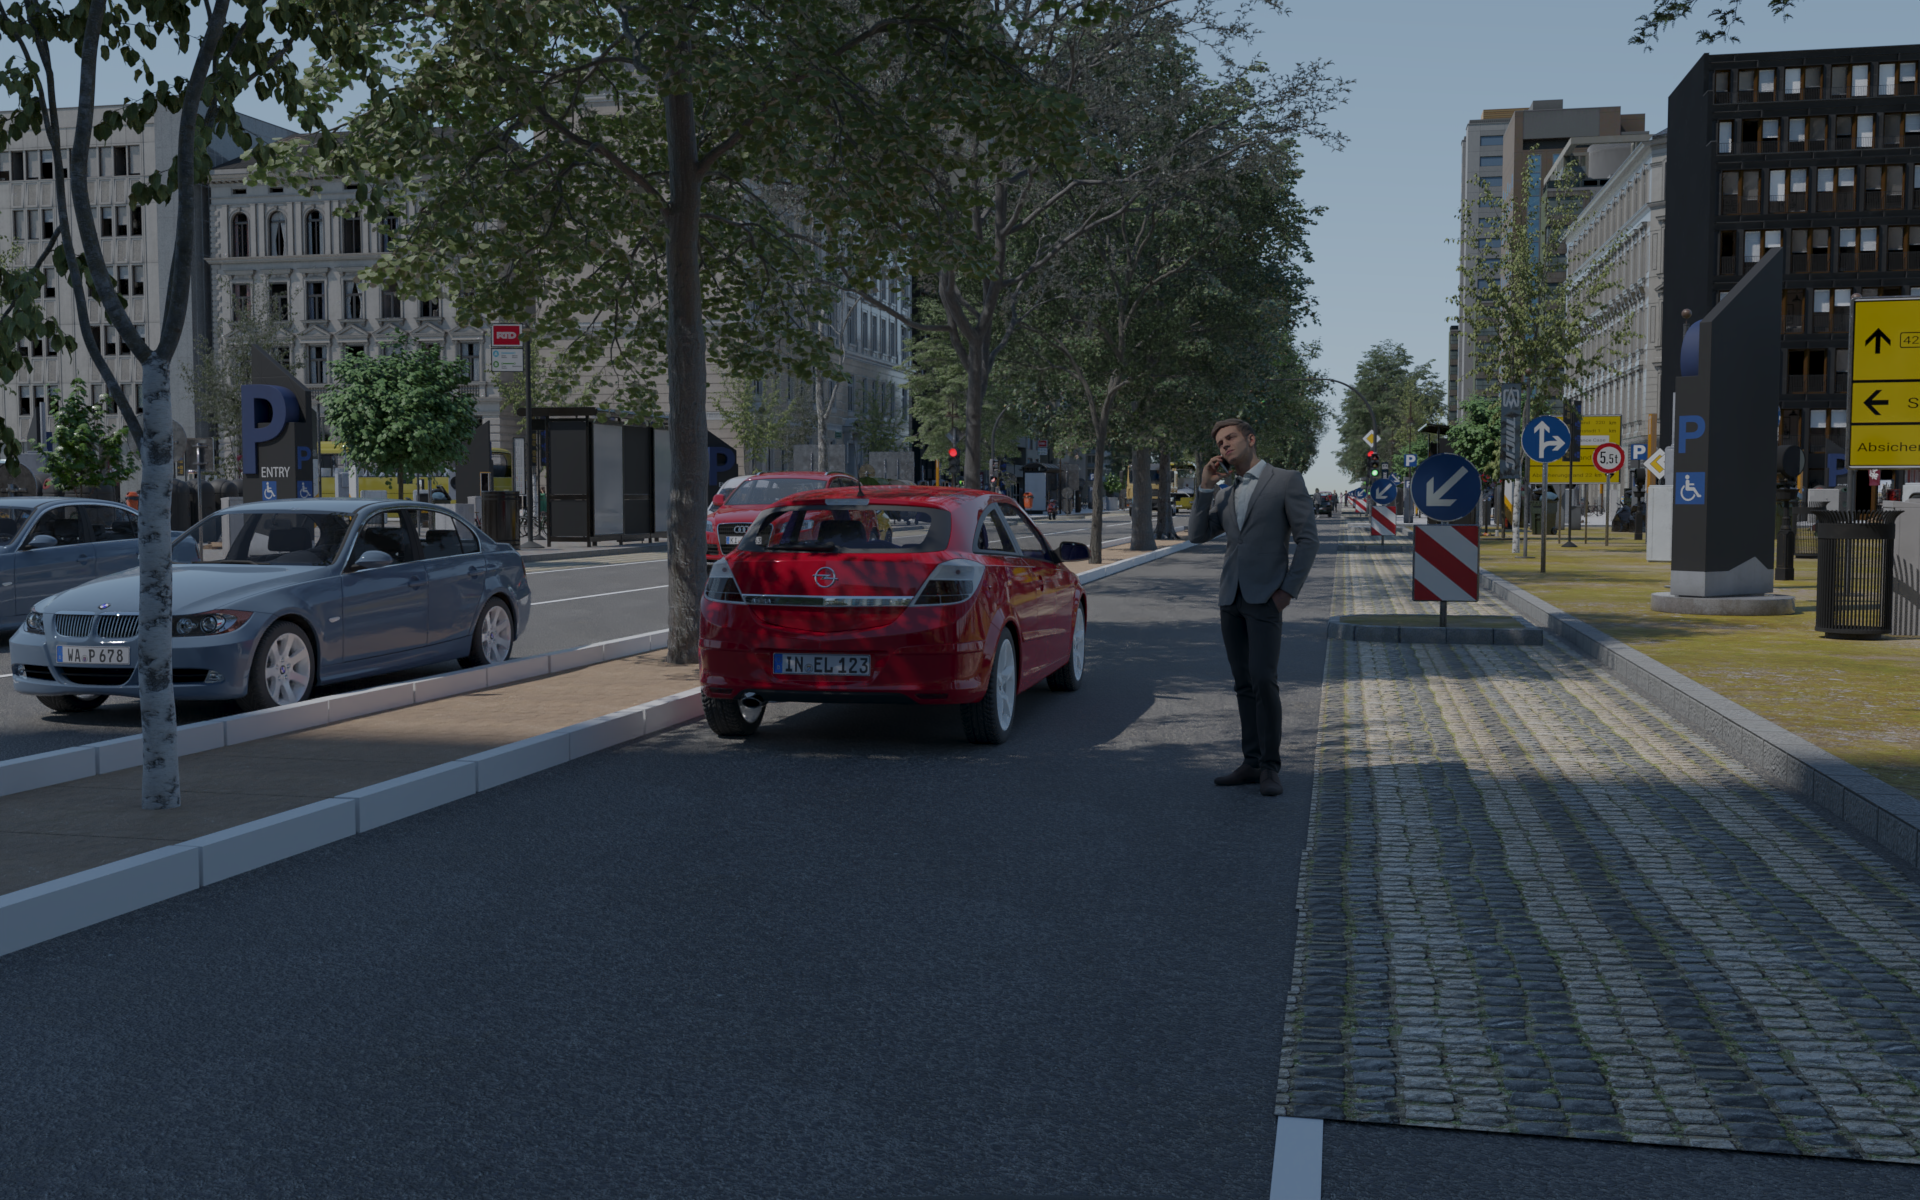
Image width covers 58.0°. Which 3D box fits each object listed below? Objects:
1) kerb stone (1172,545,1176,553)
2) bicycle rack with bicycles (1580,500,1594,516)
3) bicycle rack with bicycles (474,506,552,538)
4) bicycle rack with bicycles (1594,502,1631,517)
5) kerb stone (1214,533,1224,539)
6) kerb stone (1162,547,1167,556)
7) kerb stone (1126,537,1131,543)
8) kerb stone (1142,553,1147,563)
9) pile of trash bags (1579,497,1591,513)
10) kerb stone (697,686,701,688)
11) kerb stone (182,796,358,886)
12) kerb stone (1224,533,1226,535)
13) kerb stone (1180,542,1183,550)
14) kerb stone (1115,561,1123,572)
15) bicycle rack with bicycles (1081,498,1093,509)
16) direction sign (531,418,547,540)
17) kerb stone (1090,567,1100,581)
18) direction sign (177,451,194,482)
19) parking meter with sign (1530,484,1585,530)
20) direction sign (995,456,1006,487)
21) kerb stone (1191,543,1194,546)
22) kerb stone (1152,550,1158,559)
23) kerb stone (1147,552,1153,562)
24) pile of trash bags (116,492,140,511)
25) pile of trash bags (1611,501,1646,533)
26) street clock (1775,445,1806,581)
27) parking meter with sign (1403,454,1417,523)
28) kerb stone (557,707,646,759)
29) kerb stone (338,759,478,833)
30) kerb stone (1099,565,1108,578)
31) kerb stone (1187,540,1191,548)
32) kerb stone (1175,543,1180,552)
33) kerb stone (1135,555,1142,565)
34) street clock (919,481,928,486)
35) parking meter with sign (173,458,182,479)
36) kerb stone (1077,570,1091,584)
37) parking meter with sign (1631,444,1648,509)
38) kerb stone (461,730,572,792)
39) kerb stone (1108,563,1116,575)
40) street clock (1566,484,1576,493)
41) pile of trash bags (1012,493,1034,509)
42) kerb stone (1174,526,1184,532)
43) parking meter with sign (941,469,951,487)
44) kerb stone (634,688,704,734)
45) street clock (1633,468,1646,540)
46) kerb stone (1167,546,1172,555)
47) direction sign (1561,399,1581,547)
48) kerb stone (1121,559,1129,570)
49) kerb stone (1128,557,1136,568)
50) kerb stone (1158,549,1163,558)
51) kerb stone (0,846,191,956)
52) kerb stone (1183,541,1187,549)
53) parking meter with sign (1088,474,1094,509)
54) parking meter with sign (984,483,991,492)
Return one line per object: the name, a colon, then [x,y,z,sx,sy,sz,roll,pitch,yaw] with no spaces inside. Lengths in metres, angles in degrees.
kerb stone: [5.044,-1.196,41.844,0.120,0.150,1.000,1,4,12]
bicycle rack with bicycles: [35.671,-5.294,99.933,2.925,0.926,2.852,1,4,19]
bicycle rack with bicycles: [-12.962,-2.334,51.541,2.925,0.926,2.852,2,4,25]
bicycle rack with bicycles: [33.735,-4.447,86.098,2.852,0.926,2.925,-1,4,-11]
kerb stone: [8.811,-2.244,58.883,0.120,0.150,1.000,1,4,12]
kerb stone: [4.599,-1.077,39.830,0.120,0.150,1.000,1,4,12]
kerb stone: [4.777,-1.719,50.319,0.120,0.150,1.000,1,4,12]
kerb stone: [3.712,-0.833,35.838,0.120,0.150,1.000,1,4,12]
pile of trash bags: [42.439,-6.712,119.497,1.912,1.369,3.447,1,4,15]
kerb stone: [-1.608,0.634,11.823,0.120,0.150,1.000,1,4,12]
kerb stone: [-2.714,0.944,6.823,0.120,0.150,1.000,1,4,12]
kerb stone: [9.044,-2.305,59.879,0.120,0.150,1.000,1,4,12]
kerb stone: [5.478,-1.324,43.843,0.120,0.150,1.000,1,4,12]
kerb stone: [2.828,-0.585,31.841,0.120,0.150,1.000,1,4,12]
bicycle rack with bicycles: [10.976,-8.050,144.994,2.925,0.926,2.852,-3,5,-42]
direction sign: [-11.733,-3.439,48.233,0.379,3.537,0.876,1,4,22]
kerb stone: [2.161,-0.406,28.834,0.120,0.150,1.000,1,4,12]
direction sign: [-33.164,-5.029,74.214,0.876,3.537,0.379,1,4,17]
parking meter with sign: [21.218,-4.000,61.654,1.738,3.016,0.543,1,4,19]
direction sign: [2.325,-6.778,102.819,0.876,3.537,0.379,1,4,14]
kerb stone: [6.146,-1.506,46.849,0.120,0.150,1.000,1,4,12]
kerb stone: [4.149,-0.957,37.835,0.120,0.150,1.000,1,4,12]
kerb stone: [3.939,-0.895,36.834,0.120,0.150,1.000,1,4,12]
pile of trash bags: [-33.447,-3.641,69.288,1.912,1.369,3.447,-3,5,-39]
pile of trash bags: [23.825,-2.963,58.195,3.447,1.369,1.912,0,4,1]
street clock: [12.257,-1.292,25.688,0.471,2.002,0.358,-1,4,-23]
parking meter with sign: [19.839,-4.906,76.468,0.543,3.016,1.738,1,4,13]
kerb stone: [-2.049,0.757,9.825,0.120,0.150,1.000,1,4,12]
kerb stone: [-2.487,0.879,7.819,0.120,0.150,1.000,1,4,12]
kerb stone: [2.377,-0.467,29.833,0.120,0.150,1.000,1,4,12]
kerb stone: [5.932,-1.445,45.849,0.120,0.150,1.000,1,4,12]
kerb stone: [5.266,-1.260,42.843,0.120,0.150,1.000,1,4,12]
kerb stone: [3.491,-0.773,34.840,0.120,0.150,1.000,1,4,12]
street clock: [-2.055,-5.695,97.688,0.471,2.002,0.358,-2,4,-31]
parking meter with sign: [-28.437,-4.019,61.964,1.738,3.016,0.543,3,5,43]
kerb stone: [1.937,-0.344,27.833,0.120,0.150,1.000,1,4,12]
parking meter with sign: [24.049,-3.978,61.305,0.543,3.016,1.738,2,4,24]
kerb stone: [-2.266,0.818,8.826,0.120,0.150,1.000,1,4,12]
kerb stone: [2.606,-0.529,30.837,0.120,0.150,1.000,1,4,12]
street clock: [28.207,-4.616,80.043,0.471,2.002,0.358,0,4,-4]
pile of trash bags: [2.828,-5.575,100.899,3.447,1.369,1.912,2,4,35]
kerb stone: [8.536,-2.761,67.331,0.120,0.150,1.000,1,4,12]
parking meter with sign: [-0.842,-6.766,106.892,0.543,3.016,1.738,-2,4,-26]
kerb stone: [-1.826,0.696,10.824,0.120,0.150,1.000,1,4,12]
street clock: [18.947,-2.675,48.310,0.358,2.002,0.471,1,4,11]
kerb stone: [4.827,-1.138,40.840,0.120,0.150,1.000,1,4,12]
direction sign: [14.730,-3.043,41.757,0.876,3.537,0.379,-3,5,-44]
kerb stone: [3.043,-0.651,32.844,0.120,0.150,1.000,1,4,12]
kerb stone: [3.263,-0.712,33.843,0.120,0.150,1.000,1,4,12]
kerb stone: [4.382,-1.015,38.831,0.120,0.150,1.000,1,4,12]
kerb stone: [-2.935,1.001,5.824,0.120,0.150,1.000,1,4,12]
kerb stone: [5.711,-1.385,44.844,0.120,0.150,1.000,1,4,12]
parking meter with sign: [11.287,-9.348,149.094,0.543,3.016,1.738,0,4,-6]
parking meter with sign: [1.961,-7.289,115.433,0.543,3.016,1.738,3,5,43]
